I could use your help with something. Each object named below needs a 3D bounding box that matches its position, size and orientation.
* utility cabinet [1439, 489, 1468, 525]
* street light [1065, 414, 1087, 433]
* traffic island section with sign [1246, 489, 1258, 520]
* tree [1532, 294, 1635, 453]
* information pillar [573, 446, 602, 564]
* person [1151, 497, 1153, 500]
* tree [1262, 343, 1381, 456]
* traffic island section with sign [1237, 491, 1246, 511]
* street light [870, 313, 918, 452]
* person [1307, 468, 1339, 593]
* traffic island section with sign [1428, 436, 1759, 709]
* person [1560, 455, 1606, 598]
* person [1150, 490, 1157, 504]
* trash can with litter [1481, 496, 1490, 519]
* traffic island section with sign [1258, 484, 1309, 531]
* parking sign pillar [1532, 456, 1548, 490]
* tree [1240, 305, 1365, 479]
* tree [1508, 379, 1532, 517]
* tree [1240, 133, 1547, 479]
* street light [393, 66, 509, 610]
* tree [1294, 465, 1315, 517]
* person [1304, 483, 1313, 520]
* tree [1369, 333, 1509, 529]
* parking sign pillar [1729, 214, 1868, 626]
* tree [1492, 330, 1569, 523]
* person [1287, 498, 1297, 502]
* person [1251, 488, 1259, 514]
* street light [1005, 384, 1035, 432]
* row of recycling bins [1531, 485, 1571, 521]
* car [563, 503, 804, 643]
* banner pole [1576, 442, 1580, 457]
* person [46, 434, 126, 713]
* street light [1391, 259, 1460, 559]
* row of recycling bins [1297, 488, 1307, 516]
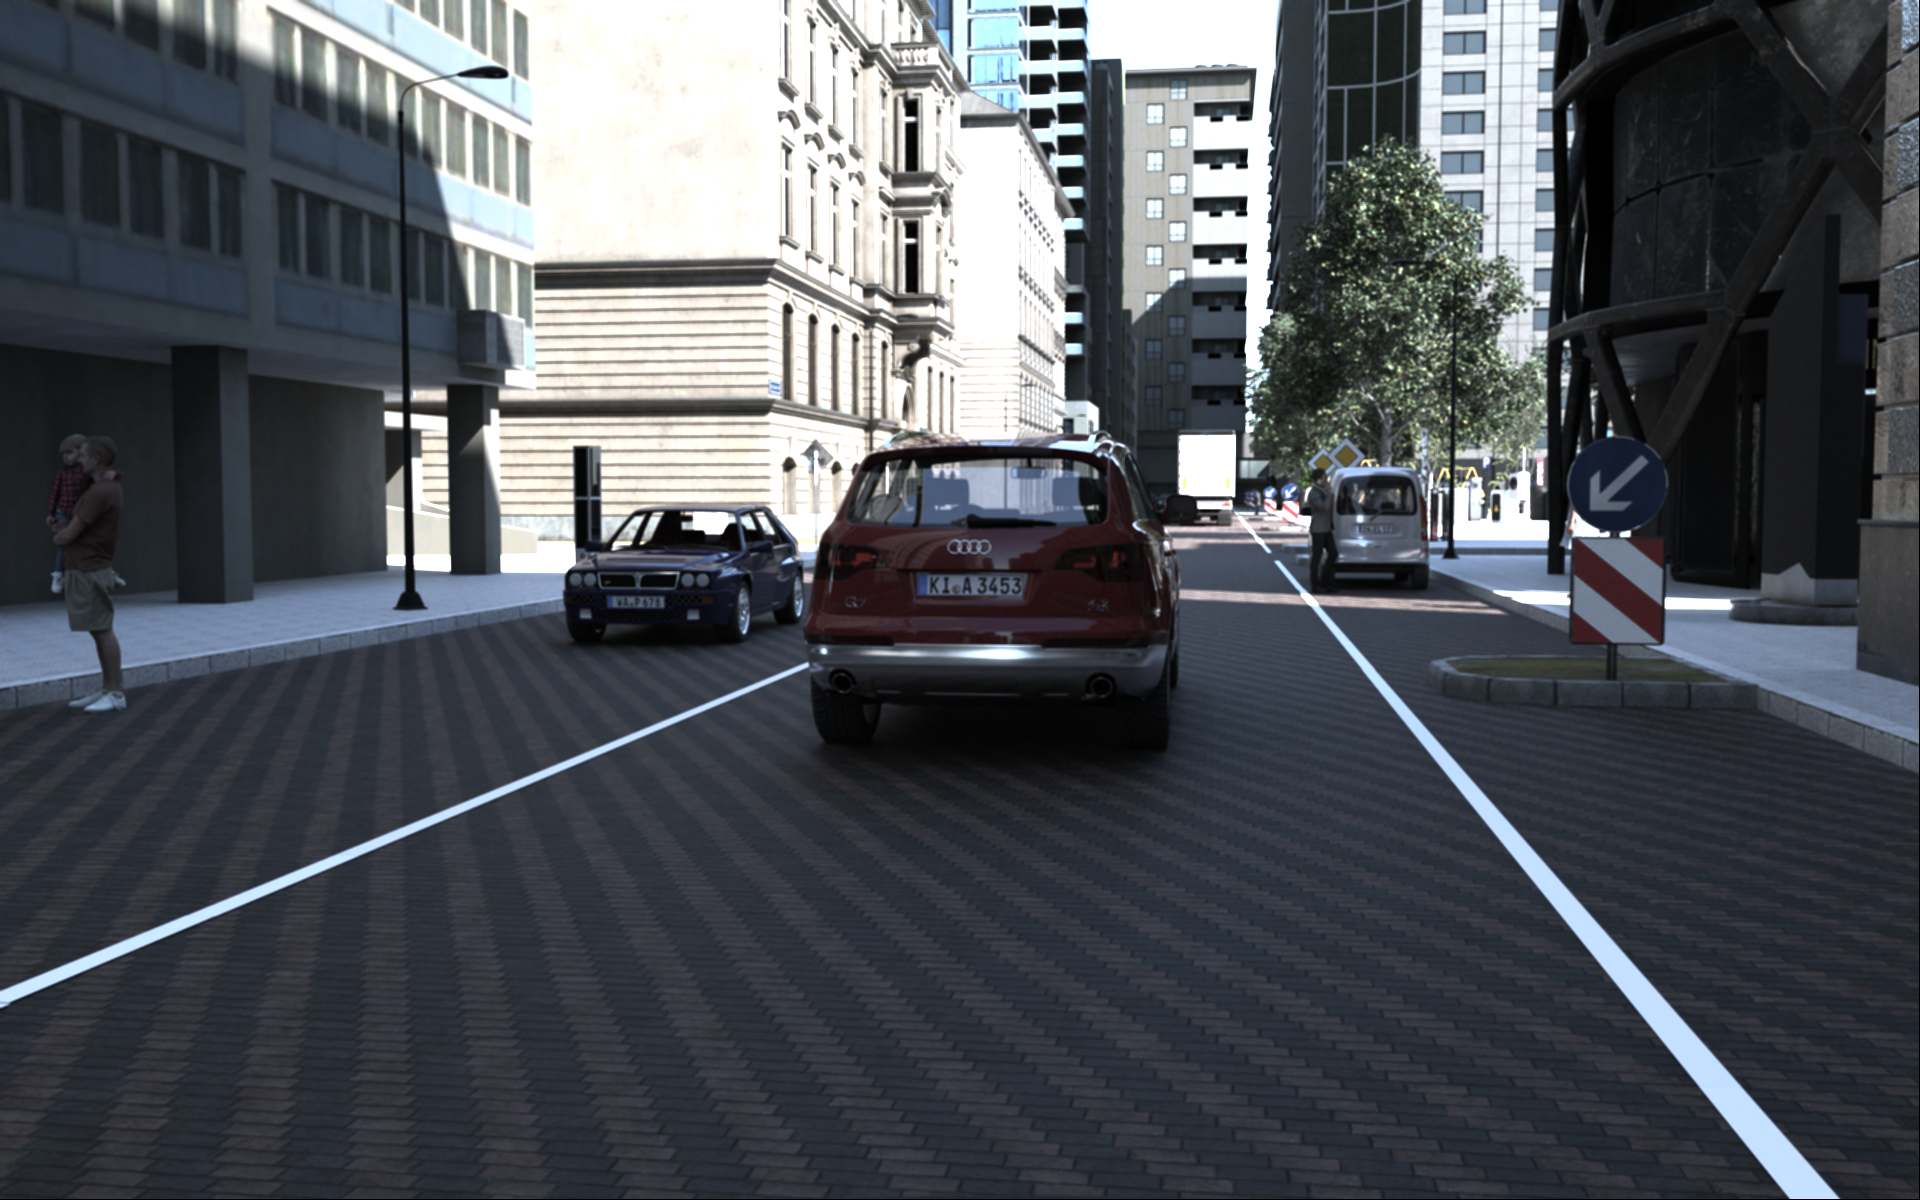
[{"bbox_3d":[20.275,-3.830,71.297,1.173,1.500,0.318,1,4,21],"label":"utility cabinet"},{"bbox_3d":[6.677,-7.850,100.890,1.470,5.913,1.316,1,4,9],"label":"street light"},{"bbox_3d":[16.815,-5.262,94.665,1.989,1.847,2.006,1,4,9],"label":"traffic island section with sign"},{"bbox_3d":[17.158,-5.719,43.865,4.737,8.622,4.395,0,3,0],"label":"tree"},{"bbox_3d":[-5.679,-1.342,26.431,0.304,2.012,0.304,2,4,26],"label":"information pillar"},{"bbox_3d":[12.899,-6.821,120.737,1.217,1.735,0.721,1,4,20],"label":"person"},{"bbox_3d":[18.565,-9.350,87.280,7.601,10.594,8.767,2,4,32],"label":"tree"},{"bbox_3d":[24.219,-8.274,143.914,1.989,1.847,2.006,1,4,9],"label":"traffic island section with sign"},{"bbox_3d":[-1.761,-4.412,44.669,1.470,5.913,1.316,1,4,9],"label":"street light"},{"bbox_3d":[5.269,-1.004,25.100,0.473,1.802,0.592,3,5,41],"label":"person"},{"bbox_3d":[4.503,-0.245,12.634,1.989,1.847,2.006,1,4,9],"label":"traffic island section with sign"},{"bbox_3d":[7.592,-0.904,20.918,0.616,1.811,0.778,-1,4,-11],"label":"person"},{"bbox_3d":[15.901,-8.224,143.685,0.721,1.735,1.217,-3,5,-42],"label":"person"},{"bbox_3d":[26.274,-4.650,87.421,0.624,1.170,1.055,-1,4,-14],"label":"trash can with litter"},{"bbox_3d":[12.757,-3.608,67.611,1.989,1.847,2.006,1,4,9],"label":"traffic island section with sign"},{"bbox_3d":[36.789,-7.386,109.240,1.447,3.967,1.447,0,4,-6],"label":"parking sign pillar"},{"bbox_3d":[23.064,-12.756,115.218,9.857,13.997,8.962,0,3,0],"label":"tree"},{"bbox_3d":[31.257,-8.993,97.401,4.737,8.622,4.395,0,3,0],"label":"tree"},{"bbox_3d":[13.732,-8.462,55.355,9.611,12.733,9.660,0,3,0],"label":"tree"},{"bbox_3d":[-5.587,-2.843,19.025,1.470,5.913,1.316,1,4,9],"label":"street light"},{"bbox_3d":[20.093,-6.368,98.723,1.663,3.219,1.824,0,3,0],"label":"tree"},{"bbox_3d":[17.523,-4.924,86.390,0.661,1.843,0.795,-1,4,-10],"label":"person"},{"bbox_3d":[17.423,-6.978,64.447,4.737,8.622,4.395,0,3,0],"label":"tree"},{"bbox_3d":[8.571,-1.770,17.412,1.447,3.967,1.447,0,4,3],"label":"parking sign pillar"},{"bbox_3d":[25.122,-7.756,77.177,4.360,8.622,3.978,0,3,0],"label":"tree"},{"bbox_3d":[23.115,-6.987,121.017,0.721,1.736,1.217,-2,4,-33],"label":"person"},{"bbox_3d":[20.574,-6.884,120.915,0.599,1.838,0.709,1,4,8],"label":"person"},{"bbox_3d":[2.462,-6.142,72.961,1.470,5.913,1.316,1,4,9],"label":"street light"},{"bbox_3d":[28.696,-4.585,82.074,1.069,1.692,3.534,-3,5,-42],"label":"row of recycling bins"},{"bbox_3d":[-2.784,-0.332,18.016,1.945,1.354,3.894,0,4,7],"label":"car"},{"bbox_3d":[25.972,-5.074,72.973,0.401,3.779,0.863,-1,4,-19],"label":"banner pole"},{"bbox_3d":[-5.791,-0.188,11.551,0.580,1.828,0.573,1,4,16],"label":"person"},{"bbox_3d":[9.221,-3.780,34.342,1.470,5.913,1.316,1,4,9],"label":"street light"},{"bbox_3d":[21.661,-5.839,102.582,3.534,1.692,1.069,2,4,31],"label":"row of recycling bins"}]
